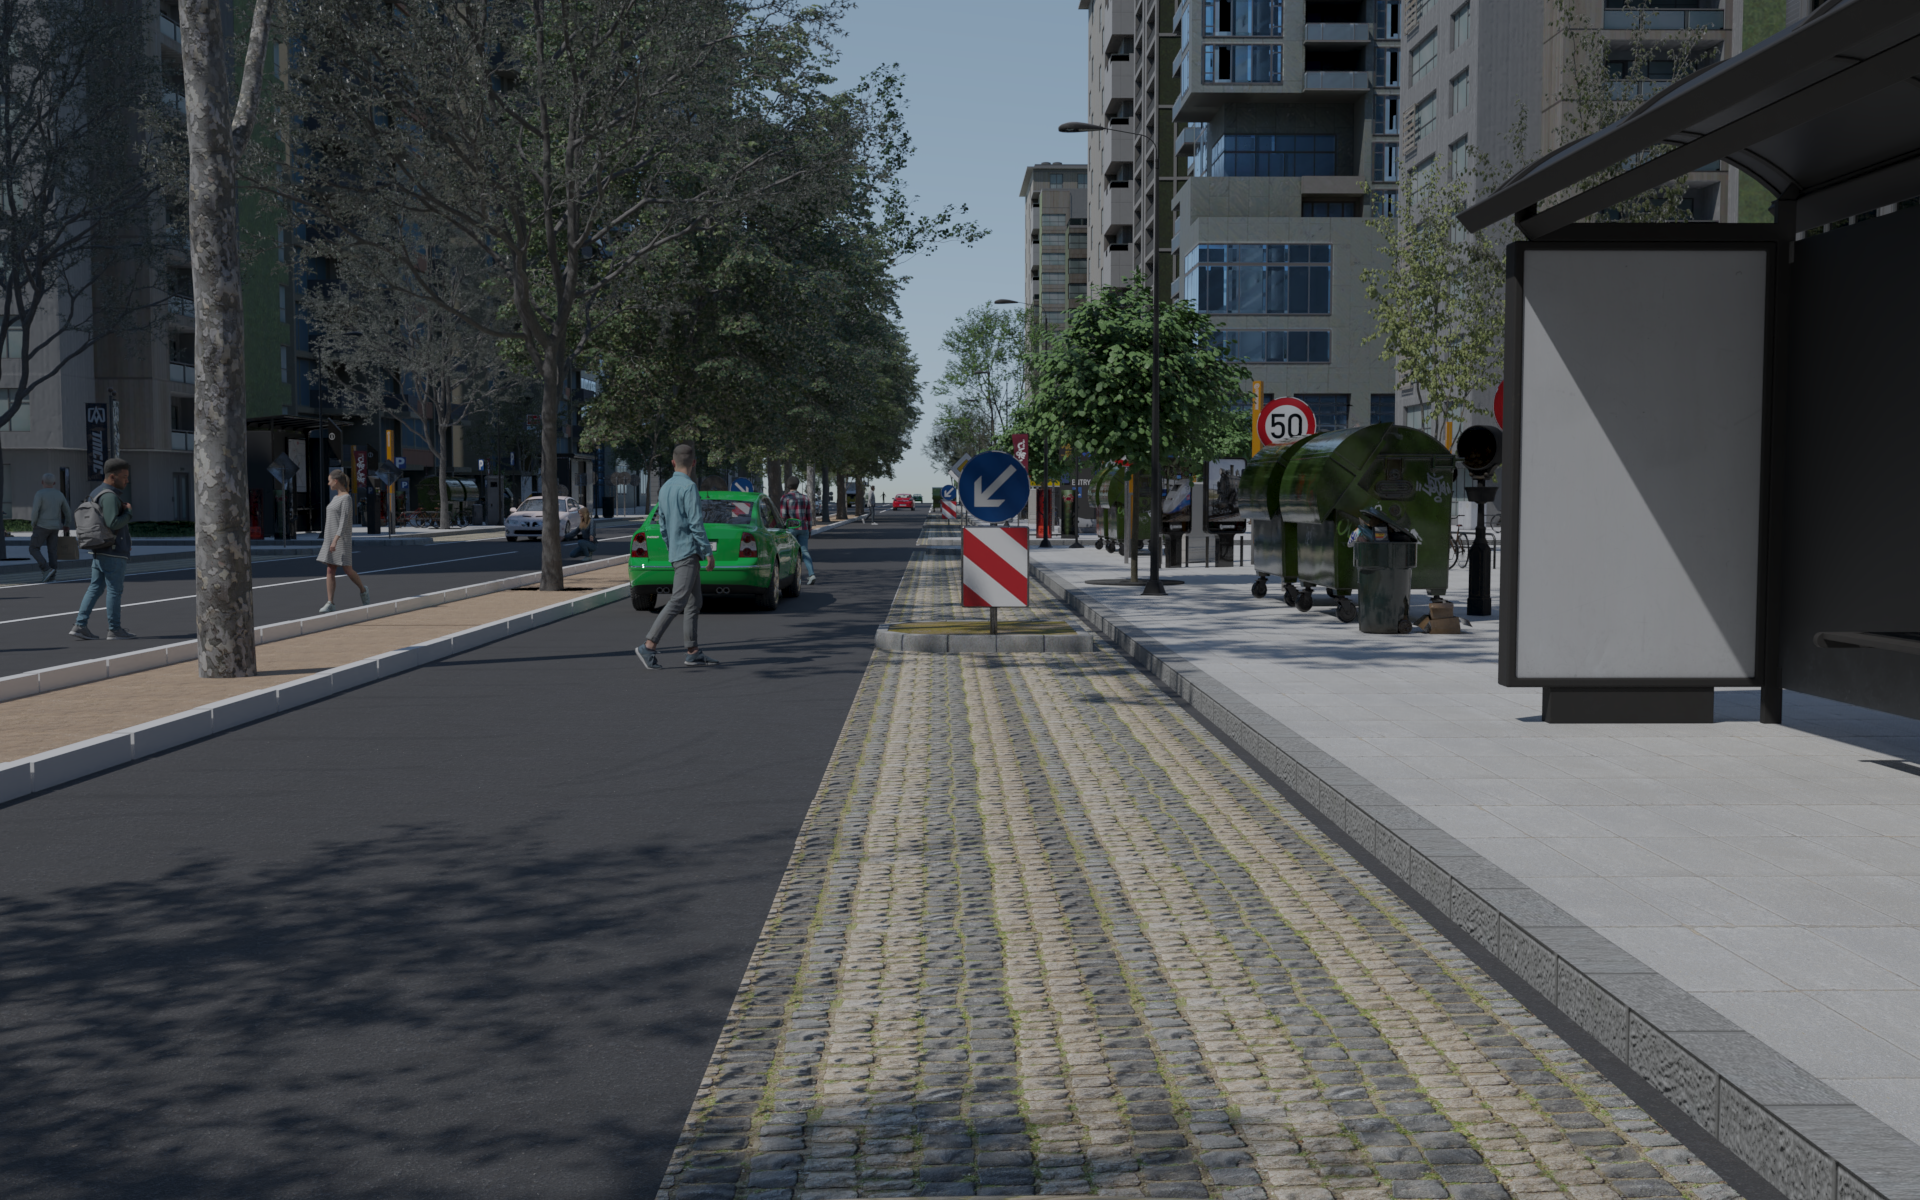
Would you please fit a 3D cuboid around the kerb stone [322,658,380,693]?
[{"bbox_3d":[-4.569,0.571,12.920,0.120,0.150,1.000,0,4,-1],"label":"kerb stone"}]

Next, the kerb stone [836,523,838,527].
[{"bbox_3d":[-5.402,-3.166,73.961,0.120,0.150,1.000,0,4,-1],"label":"kerb stone"}]

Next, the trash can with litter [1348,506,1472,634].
[{"bbox_3d":[4.162,-0.284,16.039,1.055,1.170,0.624,0,4,0],"label":"trash can with litter"}]

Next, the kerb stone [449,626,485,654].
[{"bbox_3d":[-4.606,0.379,15.996,0.120,0.150,1.000,0,4,-1],"label":"kerb stone"}]

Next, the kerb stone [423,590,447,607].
[{"bbox_3d":[-6.800,0.003,22.153,0.120,0.150,1.000,0,4,-1],"label":"kerb stone"}]

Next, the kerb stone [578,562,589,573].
[{"bbox_3d":[-6.924,-0.562,31.383,0.120,0.150,1.000,0,4,-1],"label":"kerb stone"}]

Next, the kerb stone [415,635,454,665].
[{"bbox_3d":[-4.594,0.444,14.972,0.120,0.150,1.000,0,4,-1],"label":"kerb stone"}]

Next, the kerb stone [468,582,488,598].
[{"bbox_3d":[-6.819,-0.123,24.209,0.120,0.150,1.000,0,4,-1],"label":"kerb stone"}]

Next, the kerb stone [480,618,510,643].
[{"bbox_3d":[-4.629,0.317,17.018,0.120,0.150,1.000,0,4,-1],"label":"kerb stone"}]

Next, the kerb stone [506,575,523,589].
[{"bbox_3d":[-6.850,-0.248,26.253,0.120,0.150,1.000,0,4,-1],"label":"kerb stone"}]

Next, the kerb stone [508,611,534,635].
[{"bbox_3d":[-4.642,0.254,18.050,0.120,0.150,1.000,0,4,-1],"label":"kerb stone"}]

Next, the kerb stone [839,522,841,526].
[{"bbox_3d":[-5.437,-3.291,76.006,0.120,0.150,1.000,0,4,-1],"label":"kerb stone"}]

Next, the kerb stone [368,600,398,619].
[{"bbox_3d":[-6.770,0.128,20.103,0.120,0.150,1.000,0,4,-1],"label":"kerb stone"}]

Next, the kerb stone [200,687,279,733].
[{"bbox_3d":[-4.538,0.693,10.866,0.120,0.150,1.000,0,4,-1],"label":"kerb stone"}]

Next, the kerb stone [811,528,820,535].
[{"bbox_3d":[-5.248,-2.476,62.678,0.120,0.150,1.000,0,4,-1],"label":"kerb stone"}]

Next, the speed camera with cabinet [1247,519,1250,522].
[{"bbox_3d":[12.749,-4.990,75.917,0.660,3.252,2.038,0,4,2],"label":"speed camera with cabinet"}]

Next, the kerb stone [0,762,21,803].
[{"bbox_3d":[-4.504,0.882,7.795,0.120,0.150,1.000,0,4,-1],"label":"kerb stone"}]

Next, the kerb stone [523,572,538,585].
[{"bbox_3d":[-6.866,-0.311,27.279,0.120,0.150,1.000,0,4,-1],"label":"kerb stone"}]

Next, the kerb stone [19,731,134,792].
[{"bbox_3d":[-4.513,0.824,8.817,0.120,0.150,1.000,0,4,-1],"label":"kerb stone"}]

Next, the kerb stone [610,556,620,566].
[{"bbox_3d":[-6.958,-0.749,34.456,0.120,0.150,1.000,0,4,-1],"label":"kerb stone"}]

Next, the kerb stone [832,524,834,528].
[{"bbox_3d":[-5.365,-2.978,70.890,0.120,0.150,1.000,0,4,-1],"label":"kerb stone"}]

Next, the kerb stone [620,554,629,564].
[{"bbox_3d":[-6.980,-0.812,35.478,0.120,0.150,1.000,0,4,-1],"label":"kerb stone"}]

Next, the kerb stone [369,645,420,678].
[{"bbox_3d":[-4.580,0.504,13.947,0.120,0.150,1.000,0,4,-1],"label":"kerb stone"}]

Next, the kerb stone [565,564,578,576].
[{"bbox_3d":[-6.912,-0.499,30.358,0.120,0.150,1.000,0,4,-1],"label":"kerb stone"}]

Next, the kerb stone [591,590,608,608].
[{"bbox_3d":[-4.692,0.003,22.144,0.120,0.150,1.000,0,4,-1],"label":"kerb stone"}]

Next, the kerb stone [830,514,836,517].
[{"bbox_3d":[-7.989,-5.294,108.760,0.120,0.150,1.000,0,4,-1],"label":"kerb stone"}]

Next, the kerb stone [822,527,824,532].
[{"bbox_3d":[-5.278,-2.602,64.740,0.120,0.150,1.000,0,4,-1],"label":"kerb stone"}]

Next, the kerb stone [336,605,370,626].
[{"bbox_3d":[-6.754,0.191,19.079,0.120,0.150,1.000,0,4,-1],"label":"kerb stone"}]

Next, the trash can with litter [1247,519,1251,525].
[{"bbox_3d":[11.988,-3.752,72.736,1.055,1.170,0.624,0,4,-4],"label":"trash can with litter"}]

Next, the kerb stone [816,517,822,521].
[{"bbox_3d":[-7.813,-4.534,96.434,0.120,0.150,1.000,0,4,-1],"label":"kerb stone"}]

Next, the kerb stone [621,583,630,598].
[{"bbox_3d":[-4.728,-0.122,24.192,0.120,0.150,1.000,0,4,-1],"label":"kerb stone"}]

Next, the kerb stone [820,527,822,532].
[{"bbox_3d":[-5.261,-2.535,63.718,0.120,0.150,1.000,0,4,-1],"label":"kerb stone"}]

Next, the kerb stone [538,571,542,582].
[{"bbox_3d":[-6.878,-0.373,28.301,0.120,0.150,1.000,0,4,-1],"label":"kerb stone"}]

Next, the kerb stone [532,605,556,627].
[{"bbox_3d":[-4.649,0.191,19.072,0.120,0.150,1.000,0,4,-1],"label":"kerb stone"}]

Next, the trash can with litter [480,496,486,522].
[{"bbox_3d":[-21.957,-4.183,79.783,0.624,1.170,1.055,0,4,-5],"label":"trash can with litter"}]

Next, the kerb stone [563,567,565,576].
[{"bbox_3d":[-6.897,-0.436,29.328,0.120,0.150,1.000,0,4,-1],"label":"kerb stone"}]

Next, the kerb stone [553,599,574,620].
[{"bbox_3d":[-4.668,0.129,20.094,0.120,0.150,1.000,0,4,-1],"label":"kerb stone"}]

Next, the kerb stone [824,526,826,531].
[{"bbox_3d":[-5.295,-2.662,65.762,0.120,0.150,1.000,0,4,-1],"label":"kerb stone"}]

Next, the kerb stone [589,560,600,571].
[{"bbox_3d":[-6.935,-0.622,32.406,0.120,0.150,1.000,0,4,-1],"label":"kerb stone"}]

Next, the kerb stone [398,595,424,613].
[{"bbox_3d":[-6.779,0.065,21.131,0.120,0.150,1.000,0,4,-1],"label":"kerb stone"}]

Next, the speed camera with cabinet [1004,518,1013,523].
[{"bbox_3d":[2.189,-5.147,78.487,0.660,3.252,2.038,1,4,23],"label":"speed camera with cabinet"}]

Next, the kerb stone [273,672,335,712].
[{"bbox_3d":[-4.545,0.637,11.889,0.120,0.150,1.000,0,4,-1],"label":"kerb stone"}]

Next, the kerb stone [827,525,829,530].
[{"bbox_3d":[-5.318,-2.790,67.807,0.120,0.150,1.000,0,4,-1],"label":"kerb stone"}]

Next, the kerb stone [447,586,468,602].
[{"bbox_3d":[-6.810,-0.060,23.178,0.120,0.150,1.000,0,4,-1],"label":"kerb stone"}]

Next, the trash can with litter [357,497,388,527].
[{"bbox_3d":[-23.101,-3.469,68.112,1.055,1.170,0.624,-3,5,-44],"label":"trash can with litter"}]

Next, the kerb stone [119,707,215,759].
[{"bbox_3d":[-4.522,0.759,9.843,0.120,0.150,1.000,0,4,-1],"label":"kerb stone"}]

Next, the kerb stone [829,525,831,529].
[{"bbox_3d":[-5.335,-2.849,68.833,0.120,0.150,1.000,0,4,-1],"label":"kerb stone"}]

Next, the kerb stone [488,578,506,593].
[{"bbox_3d":[-6.836,-0.186,25.231,0.120,0.150,1.000,0,4,-1],"label":"kerb stone"}]

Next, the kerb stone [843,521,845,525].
[{"bbox_3d":[-5.475,-3.480,79.092,0.120,0.150,1.000,0,4,-1],"label":"kerb stone"}]

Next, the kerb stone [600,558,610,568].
[{"bbox_3d":[-6.953,-0.686,33.429,0.120,0.150,1.000,0,4,-1],"label":"kerb stone"}]

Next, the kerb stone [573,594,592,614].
[{"bbox_3d":[-4.672,0.066,21.116,0.120,0.150,1.000,0,4,-1],"label":"kerb stone"}]

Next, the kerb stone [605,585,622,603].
[{"bbox_3d":[-4.704,-0.059,23.170,0.120,0.150,1.000,0,4,-1],"label":"kerb stone"}]
